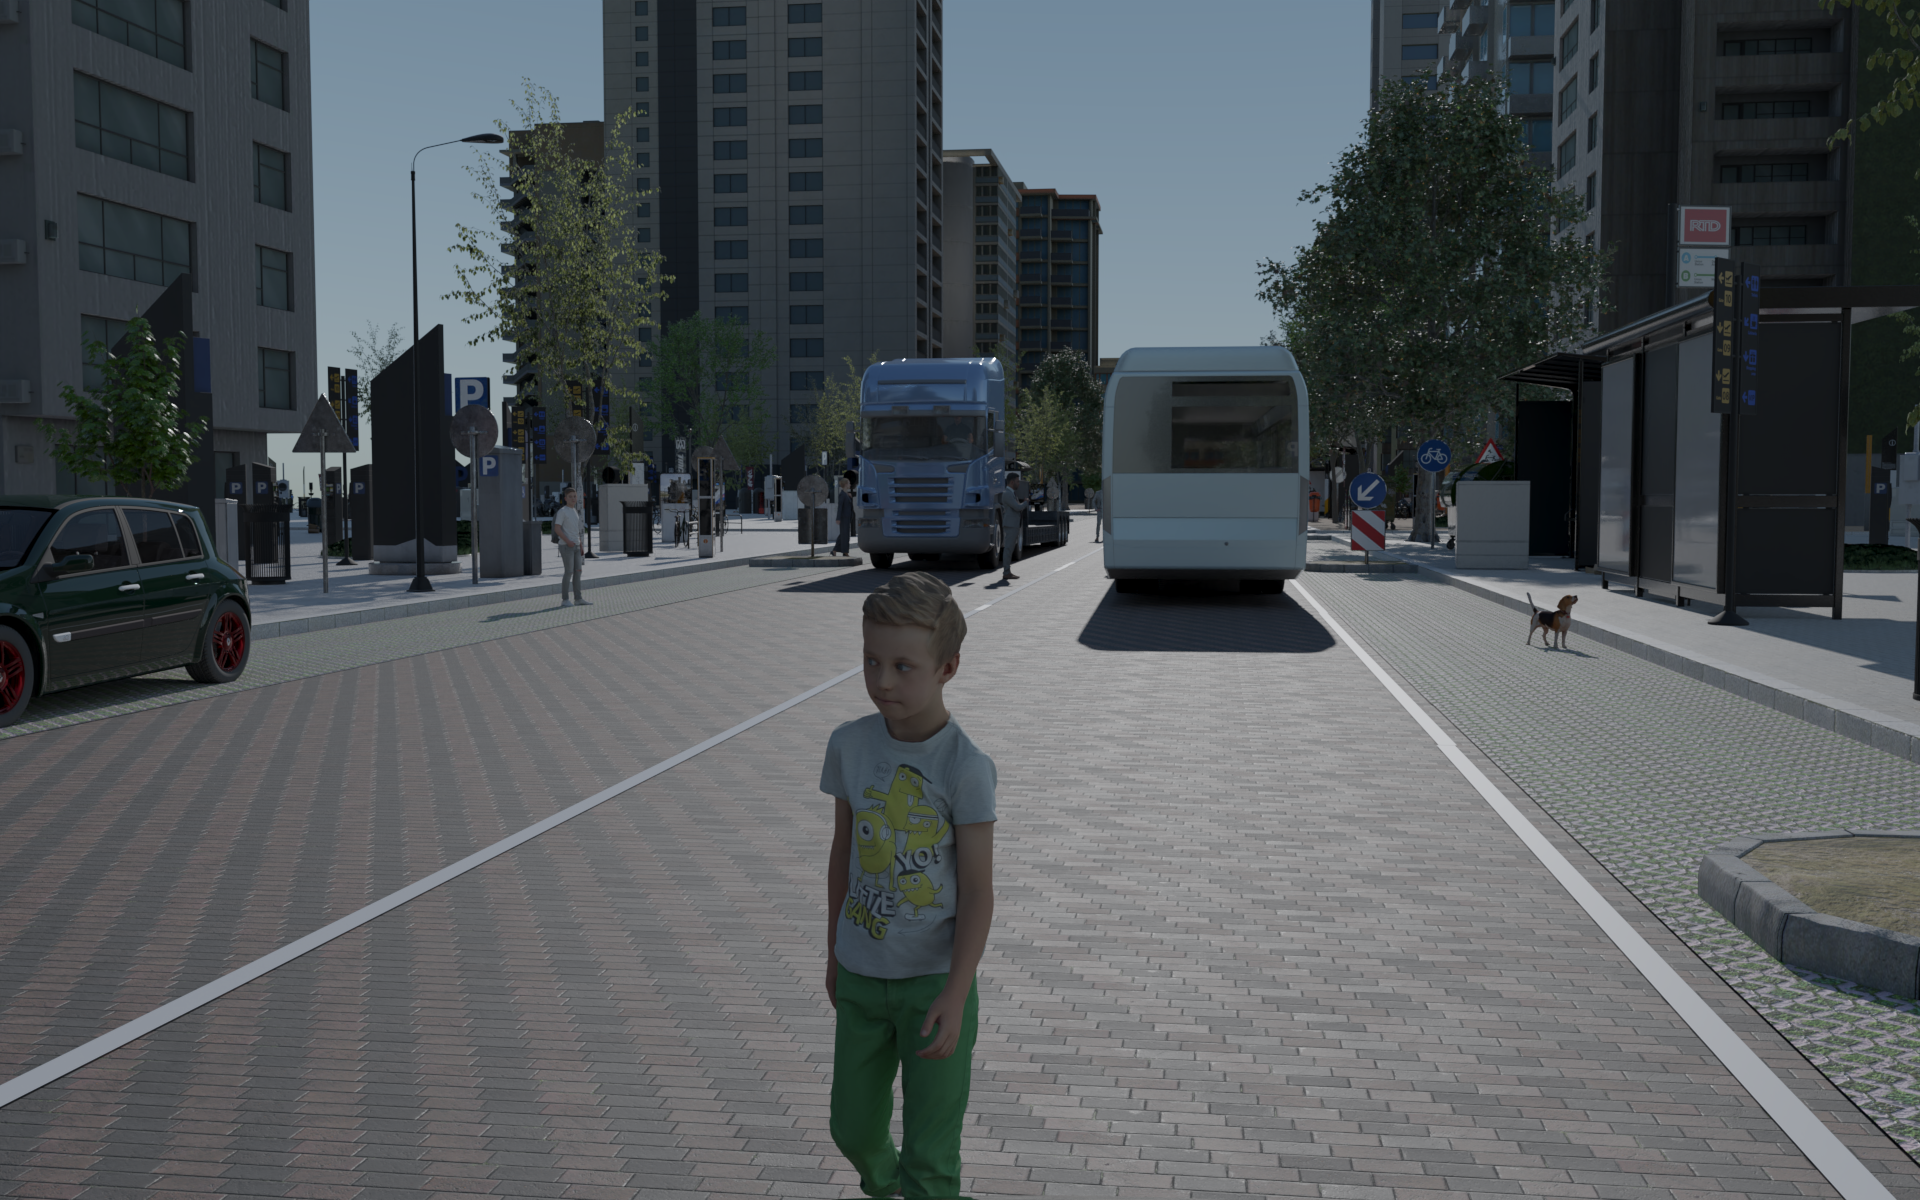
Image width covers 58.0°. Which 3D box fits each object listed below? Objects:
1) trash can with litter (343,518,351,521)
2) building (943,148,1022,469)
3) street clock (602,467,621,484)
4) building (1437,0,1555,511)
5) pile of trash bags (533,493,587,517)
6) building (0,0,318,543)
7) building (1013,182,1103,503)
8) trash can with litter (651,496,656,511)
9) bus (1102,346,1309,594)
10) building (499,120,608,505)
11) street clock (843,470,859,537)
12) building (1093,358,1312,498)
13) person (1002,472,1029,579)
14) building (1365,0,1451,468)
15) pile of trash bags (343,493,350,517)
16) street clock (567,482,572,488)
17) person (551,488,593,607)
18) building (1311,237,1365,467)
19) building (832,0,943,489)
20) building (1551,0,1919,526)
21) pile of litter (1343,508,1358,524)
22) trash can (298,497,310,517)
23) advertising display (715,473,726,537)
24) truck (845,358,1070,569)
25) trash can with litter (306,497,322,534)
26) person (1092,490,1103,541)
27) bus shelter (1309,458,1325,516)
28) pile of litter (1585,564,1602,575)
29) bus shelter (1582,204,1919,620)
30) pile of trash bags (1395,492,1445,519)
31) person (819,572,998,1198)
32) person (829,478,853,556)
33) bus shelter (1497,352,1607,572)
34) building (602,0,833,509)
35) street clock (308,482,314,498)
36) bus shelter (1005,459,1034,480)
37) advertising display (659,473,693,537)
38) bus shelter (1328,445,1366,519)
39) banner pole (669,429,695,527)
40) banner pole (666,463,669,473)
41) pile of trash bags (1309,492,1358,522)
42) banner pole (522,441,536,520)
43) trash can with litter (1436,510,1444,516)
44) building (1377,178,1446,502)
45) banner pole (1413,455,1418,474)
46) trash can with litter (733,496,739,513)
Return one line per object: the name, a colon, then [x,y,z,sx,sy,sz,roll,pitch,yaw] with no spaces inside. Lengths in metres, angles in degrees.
trash can with litter: [-29.329,-4.356,82.276,2.233,1.210,1.678,0,4,4]
building: [-6.049,-30.508,190.684,23.993,40.220,32.217,1,4,8]
street clock: [-9.182,-2.514,45.666,0.471,2.002,0.358,2,4,30]
building: [44.807,-30.478,117.920,23.786,49.044,30.456,1,4,8]
pile of trash bags: [-22.518,-5.300,96.409,3.447,1.369,1.912,-1,4,-20]
building: [-24.339,-16.526,41.904,14.107,30.474,14.160,1,4,8]
building: [5.341,-36.168,245.974,28.867,44.769,22.147,1,4,8]
trash can with litter: [-22.664,-7.025,126.239,1.055,1.170,0.624,0,4,7]
bus: [3.846,-2.038,28.187,2.948,3.499,13.247,0,4,7]
building: [-44.671,-33.929,204.855,14.200,45.320,14.600,1,4,8]
street clock: [-3.251,-2.904,52.048,0.471,2.002,0.358,2,4,26]
building: [34.231,-24.442,244.662,28.899,21.520,27.650,1,4,8]
person: [0.933,-1.259,29.265,0.466,1.800,0.511,0,4,-5]
building: [53.944,-39.223,183.299,21.231,58.520,28.212,1,4,8]
pile of trash bags: [-31.807,-4.993,91.381,3.447,1.369,1.912,1,4,10]
street clock: [-24.178,-6.311,107.748,0.358,2.002,0.471,2,4,24]
person: [-4.939,-0.668,22.025,0.523,1.515,0.503,-1,4,-11]
building: [60.862,-33.720,243.203,23.993,40.220,32.217,1,4,8]
building: [-10.096,-43.609,151.253,20.563,71.187,20.611,1,4,8]
building: [34.242,-18.585,75.560,14.107,30.474,14.160,1,4,8]
pile of litter: [16.907,-3.664,73.868,1.176,0.858,1.719,1,4,9]
trash can: [-36.268,-5.146,95.793,0.748,1.137,0.748,0,3,0]
advertising display: [-7.385,-2.870,52.135,0.123,1.923,0.974,2,4,27]
truck: [0.555,-3.082,40.149,2.967,4.110,18.799,1,4,8]
trash can with litter: [-21.038,-2.766,56.618,0.624,1.170,1.055,-1,4,-17]
person: [4.415,-2.742,53.433,0.635,1.810,0.391,-1,4,-15]
bus shelter: [20.566,-6.405,98.646,2.014,3.302,5.546,1,4,8]
pile of litter: [10.637,-0.827,27.488,1.176,0.858,1.719,0,4,1]
bus shelter: [9.279,-2.700,21.779,2.179,5.291,8.768,0,4,8]
pile of trash bags: [24.410,-4.971,91.033,1.912,1.369,3.447,-2,4,-25]
person: [-0.088,0.599,2.954,0.306,1.304,0.590,0,4,2]
person: [-2.579,-1.776,37.958,0.534,1.772,0.576,-1,4,-15]
bus shelter: [11.159,-2.467,31.620,1.731,3.624,6.357,1,4,8]
building: [-27.342,-46.487,198.312,20.611,71.187,20.563,1,4,8]
street clock: [-40.104,-6.268,107.058,0.358,2.002,0.471,-1,4,-21]
bus shelter: [3.181,-6.731,103.979,2.014,3.302,5.546,0,4,8]
advertising display: [-8.506,-2.853,51.861,0.974,1.923,0.123,0,4,-3]
bus shelter: [18.805,-5.733,85.020,1.731,3.624,6.357,0,4,8]
banner pole: [-10.579,-4.683,66.578,0.863,3.779,0.401,-2,4,-33]
banner pole: [-23.113,-9.038,137.785,0.863,3.779,0.401,-2,4,-33]
pile of trash bags: [17.628,-4.246,79.177,3.447,1.369,1.912,1,4,18]
banner pole: [-17.825,-5.027,72.216,0.401,3.779,0.863,-3,4,-39]
trash can with litter: [28.117,-5.531,101.489,2.233,1.210,1.678,-1,4,-21]
building: [44.473,-23.134,149.946,14.160,30.474,14.107,1,4,8]
banner pole: [29.553,-7.480,112.319,0.863,3.779,0.401,-2,4,-35]
trash can with litter: [-14.807,-6.641,119.634,2.233,1.210,1.678,-2,4,-26]
